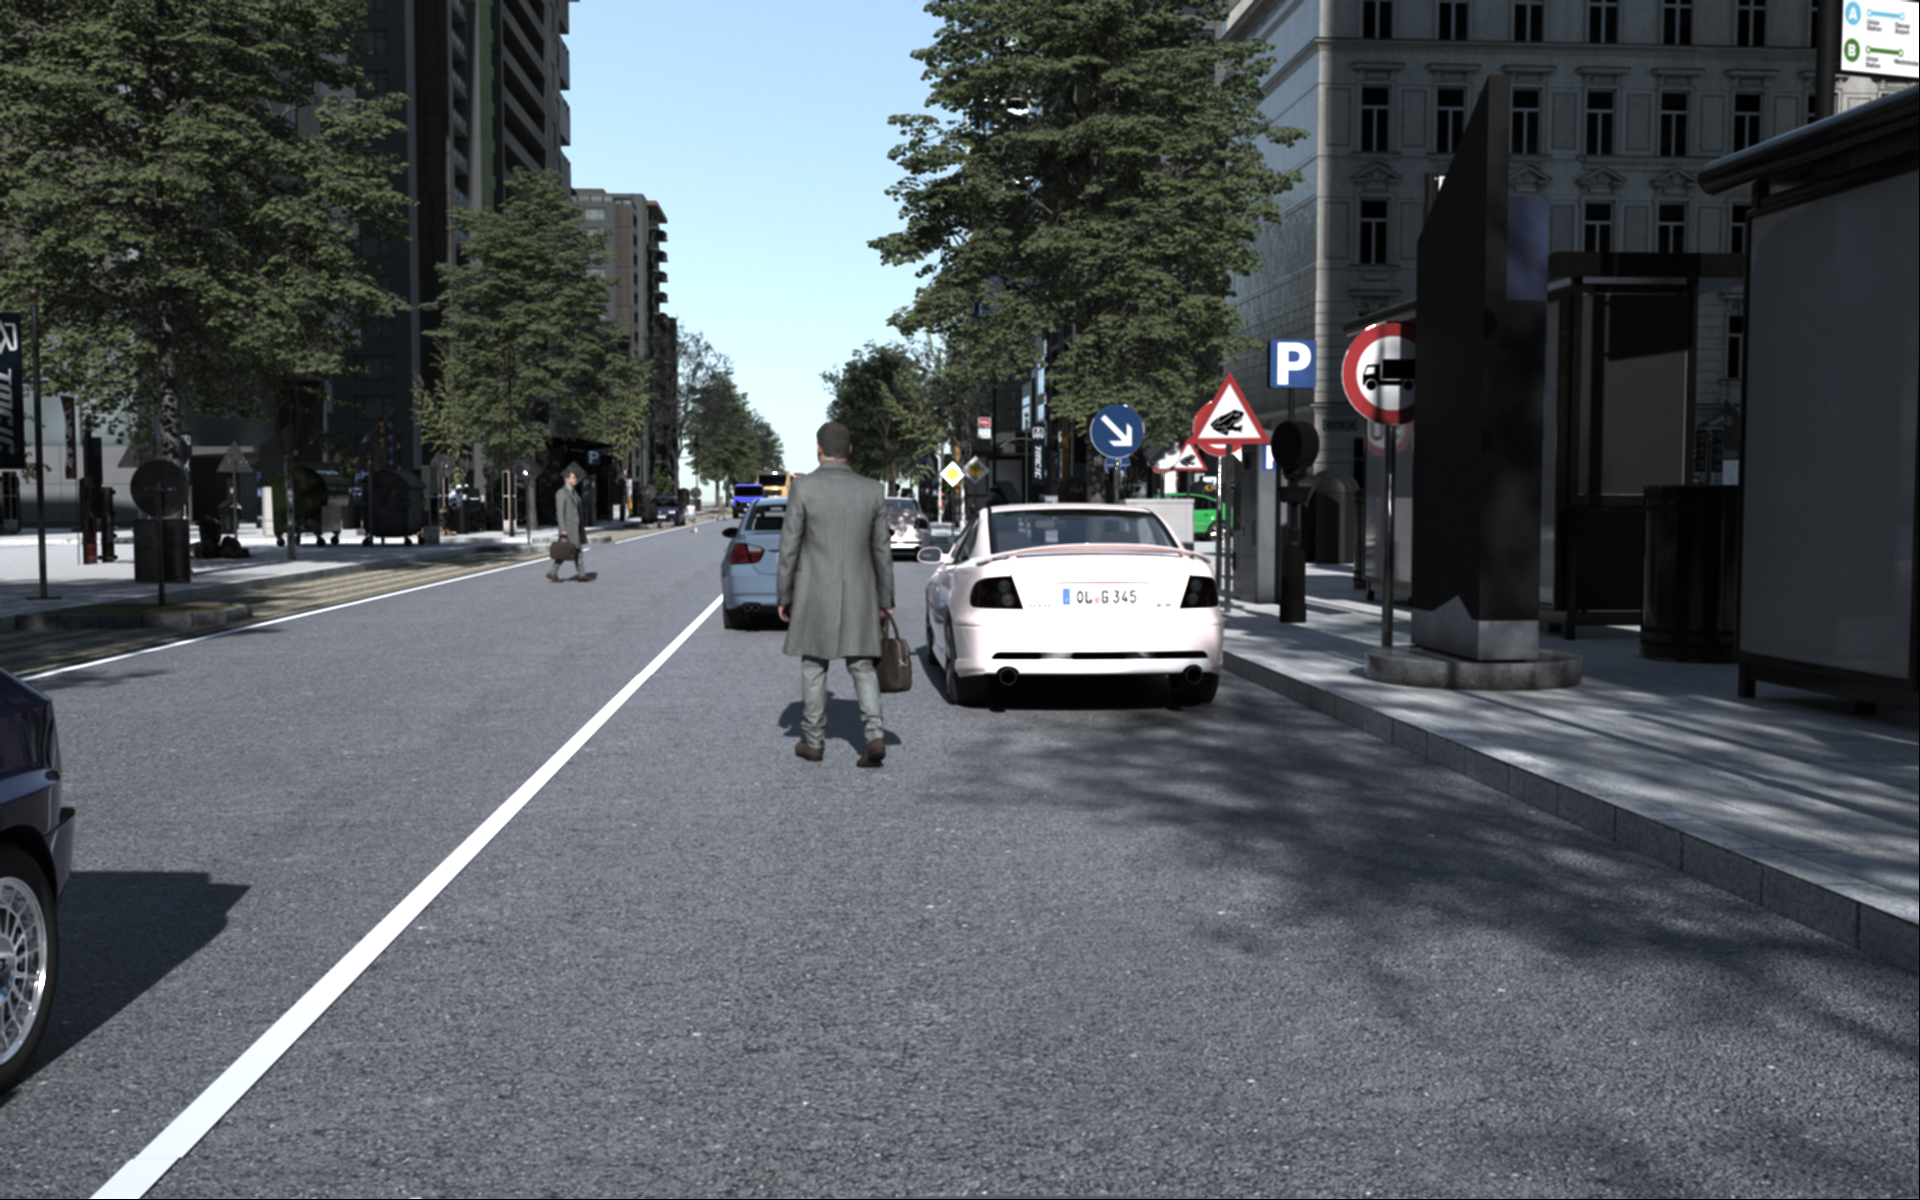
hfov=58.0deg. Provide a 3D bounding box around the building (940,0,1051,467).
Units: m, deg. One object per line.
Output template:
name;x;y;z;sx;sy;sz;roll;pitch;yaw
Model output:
building;9.064;-58.646;271.527;22.319;86.520;31.000;0;4;-4

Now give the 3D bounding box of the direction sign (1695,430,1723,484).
direction sign;26.330;-4.218;60.963;0.876;3.537;0.379;1;4;18

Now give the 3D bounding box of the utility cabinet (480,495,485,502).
utility cabinet;-31.554;-6.285;113.928;0.306;1.237;1.020;-2;4;-32

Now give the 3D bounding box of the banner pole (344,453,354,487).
banner pole;-37.185;-7.056;105.383;0.863;3.779;0.401;0;4;4

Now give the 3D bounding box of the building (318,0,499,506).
building;-39.210;-26.382;114.937;14.154;41.232;14.086;0;4;-4

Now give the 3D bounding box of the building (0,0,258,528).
building;-42.975;-29.728;75.284;28.713;52.752;27.495;0;4;-4

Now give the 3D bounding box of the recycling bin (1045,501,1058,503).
recycling bin;2.975;-2.988;61.401;0.722;1.027;0.722;3;4;36

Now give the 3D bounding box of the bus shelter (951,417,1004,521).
bus shelter;0.753;-6.729;87.648;2.179;5.291;8.768;0;4;-4

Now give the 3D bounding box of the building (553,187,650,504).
building;-48.900;-33.336;228.644;14.154;41.232;14.086;0;4;-4

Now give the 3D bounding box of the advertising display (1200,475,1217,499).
advertising display;8.666;-3.360;60.151;0.974;1.923;0.123;-3;5;-43

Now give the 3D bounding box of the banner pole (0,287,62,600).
banner pole;-11.450;-1.899;21.066;0.863;3.779;0.401;0;4;-7

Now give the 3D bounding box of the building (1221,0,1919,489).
building;34.633;-18.362;76.640;44.131;29.872;17.030;0;4;-4

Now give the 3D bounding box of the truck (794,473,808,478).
truck;-21.279;-15.096;235.735;2.839;4.237;11.283;0;4;-3

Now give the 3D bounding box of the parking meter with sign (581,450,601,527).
parking meter with sign;-14.689;-4.414;68.435;0.543;3.016;1.738;0;4;5

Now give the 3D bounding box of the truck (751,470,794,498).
truck;-15.319;-9.003;143.120;3.469;3.379;9.791;0;4;-3

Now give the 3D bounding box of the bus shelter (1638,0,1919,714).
bus shelter;5.830;-1.944;9.415;2.179;5.291;8.768;0;4;-5

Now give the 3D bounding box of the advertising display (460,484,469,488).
advertising display;-31.157;-6.293;108.106;0.974;1.923;0.123;-1;4;-20

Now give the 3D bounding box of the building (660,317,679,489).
building;-52.008;-30.635;272.585;14.160;30.474;14.107;0;4;-4

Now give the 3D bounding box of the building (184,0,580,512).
building;-50.851;-34.866;159.299;28.713;52.752;27.495;0;4;-4

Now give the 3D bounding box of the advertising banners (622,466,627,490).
advertising banners;-20.312;-6.870;108.512;2.074;3.025;0.090;2;4;25

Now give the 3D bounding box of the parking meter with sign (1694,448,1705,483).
parking meter with sign;28.159;-4.272;66.111;0.543;3.016;1.738;3;4;36

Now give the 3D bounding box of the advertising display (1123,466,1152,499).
advertising display;4.125;-2.120;39.874;0.123;1.923;0.974;-2;4;-24

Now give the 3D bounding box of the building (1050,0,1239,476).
building;17.092;-43.469;148.972;20.563;71.187;20.611;0;4;-4

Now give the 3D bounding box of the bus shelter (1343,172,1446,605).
bus shelter;5.806;-2.553;19.366;2.179;5.291;8.768;0;4;-4

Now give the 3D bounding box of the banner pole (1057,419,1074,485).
banner pole;3.554;-4.149;57.851;0.863;3.779;0.401;-3;4;-38

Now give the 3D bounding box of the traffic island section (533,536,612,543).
traffic island section;-11.558;-1.808;51.843;2.009;0.180;2.903;0;4;-4

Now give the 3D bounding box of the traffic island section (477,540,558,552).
traffic island section;-10.942;-1.321;43.881;2.009;0.180;2.903;0;4;-4

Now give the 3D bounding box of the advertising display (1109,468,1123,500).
advertising display;3.880;-2.304;42.891;0.123;1.923;0.974;1;4;22

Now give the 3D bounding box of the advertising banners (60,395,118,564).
advertising banners;-15.975;-2.176;31.760;0.090;3.025;2.074;0;4;-3

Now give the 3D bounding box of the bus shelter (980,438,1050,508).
bus shelter;2.010;-4.335;64.797;2.014;3.302;5.546;0;4;-5

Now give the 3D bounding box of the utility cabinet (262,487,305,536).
utility cabinet;-20.541;-2.686;52.593;1.173;1.500;0.318;-3;4;-36

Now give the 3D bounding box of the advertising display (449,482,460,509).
advertising display;-27.248;-5.330;92.357;0.123;1.923;0.974;2;4;32

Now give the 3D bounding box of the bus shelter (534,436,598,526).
bus shelter;-16.649;-4.983;72.748;1.731;3.624;6.357;0;4;-4

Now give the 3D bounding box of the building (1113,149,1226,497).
building;14.805;-15.778;108.886;10.553;20.767;40.483;0;4;-4

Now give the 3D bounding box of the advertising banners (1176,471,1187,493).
advertising banners;8.884;-4.276;66.092;2.074;3.025;0.090;1;4;18

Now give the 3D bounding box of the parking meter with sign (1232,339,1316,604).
parking meter with sign;3.630;-1.479;20.447;0.543;3.016;1.738;-1;4;-8

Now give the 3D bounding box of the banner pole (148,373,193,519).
banner pole;-16.518;-2.811;35.973;0.401;3.779;0.863;2;4;33

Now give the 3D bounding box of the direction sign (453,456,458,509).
direction sign;-29.007;-6.588;99.703;0.379;3.537;0.876;0;4;-3

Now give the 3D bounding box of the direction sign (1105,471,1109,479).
direction sign;8.674;-6.864;104.221;0.379;3.537;0.876;3;5;42

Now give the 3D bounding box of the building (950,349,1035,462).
building;13.446;-24.393;243.866;27.650;21.520;28.899;0;4;-4

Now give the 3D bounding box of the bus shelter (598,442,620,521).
bus shelter;-16.869;-5.412;79.776;1.731;3.624;6.357;0;4;-5

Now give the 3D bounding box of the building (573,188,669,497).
building;-53.907;-36.445;250.491;22.147;44.769;28.867;0;4;-4

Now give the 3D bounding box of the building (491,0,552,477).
building;-44.589;-31.293;135.335;21.300;48.544;21.600;0;4;-4

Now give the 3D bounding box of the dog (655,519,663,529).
dog;-12.376;-3.099;70.869;0.550;0.427;0.748;2;4;26

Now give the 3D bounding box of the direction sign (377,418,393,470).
direction sign;-17.134;-3.651;51.693;0.379;3.537;0.876;1;4;10

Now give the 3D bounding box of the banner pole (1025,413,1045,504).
banner pole;2.270;-3.885;53.538;0.863;3.779;0.401;-1;4;-19
